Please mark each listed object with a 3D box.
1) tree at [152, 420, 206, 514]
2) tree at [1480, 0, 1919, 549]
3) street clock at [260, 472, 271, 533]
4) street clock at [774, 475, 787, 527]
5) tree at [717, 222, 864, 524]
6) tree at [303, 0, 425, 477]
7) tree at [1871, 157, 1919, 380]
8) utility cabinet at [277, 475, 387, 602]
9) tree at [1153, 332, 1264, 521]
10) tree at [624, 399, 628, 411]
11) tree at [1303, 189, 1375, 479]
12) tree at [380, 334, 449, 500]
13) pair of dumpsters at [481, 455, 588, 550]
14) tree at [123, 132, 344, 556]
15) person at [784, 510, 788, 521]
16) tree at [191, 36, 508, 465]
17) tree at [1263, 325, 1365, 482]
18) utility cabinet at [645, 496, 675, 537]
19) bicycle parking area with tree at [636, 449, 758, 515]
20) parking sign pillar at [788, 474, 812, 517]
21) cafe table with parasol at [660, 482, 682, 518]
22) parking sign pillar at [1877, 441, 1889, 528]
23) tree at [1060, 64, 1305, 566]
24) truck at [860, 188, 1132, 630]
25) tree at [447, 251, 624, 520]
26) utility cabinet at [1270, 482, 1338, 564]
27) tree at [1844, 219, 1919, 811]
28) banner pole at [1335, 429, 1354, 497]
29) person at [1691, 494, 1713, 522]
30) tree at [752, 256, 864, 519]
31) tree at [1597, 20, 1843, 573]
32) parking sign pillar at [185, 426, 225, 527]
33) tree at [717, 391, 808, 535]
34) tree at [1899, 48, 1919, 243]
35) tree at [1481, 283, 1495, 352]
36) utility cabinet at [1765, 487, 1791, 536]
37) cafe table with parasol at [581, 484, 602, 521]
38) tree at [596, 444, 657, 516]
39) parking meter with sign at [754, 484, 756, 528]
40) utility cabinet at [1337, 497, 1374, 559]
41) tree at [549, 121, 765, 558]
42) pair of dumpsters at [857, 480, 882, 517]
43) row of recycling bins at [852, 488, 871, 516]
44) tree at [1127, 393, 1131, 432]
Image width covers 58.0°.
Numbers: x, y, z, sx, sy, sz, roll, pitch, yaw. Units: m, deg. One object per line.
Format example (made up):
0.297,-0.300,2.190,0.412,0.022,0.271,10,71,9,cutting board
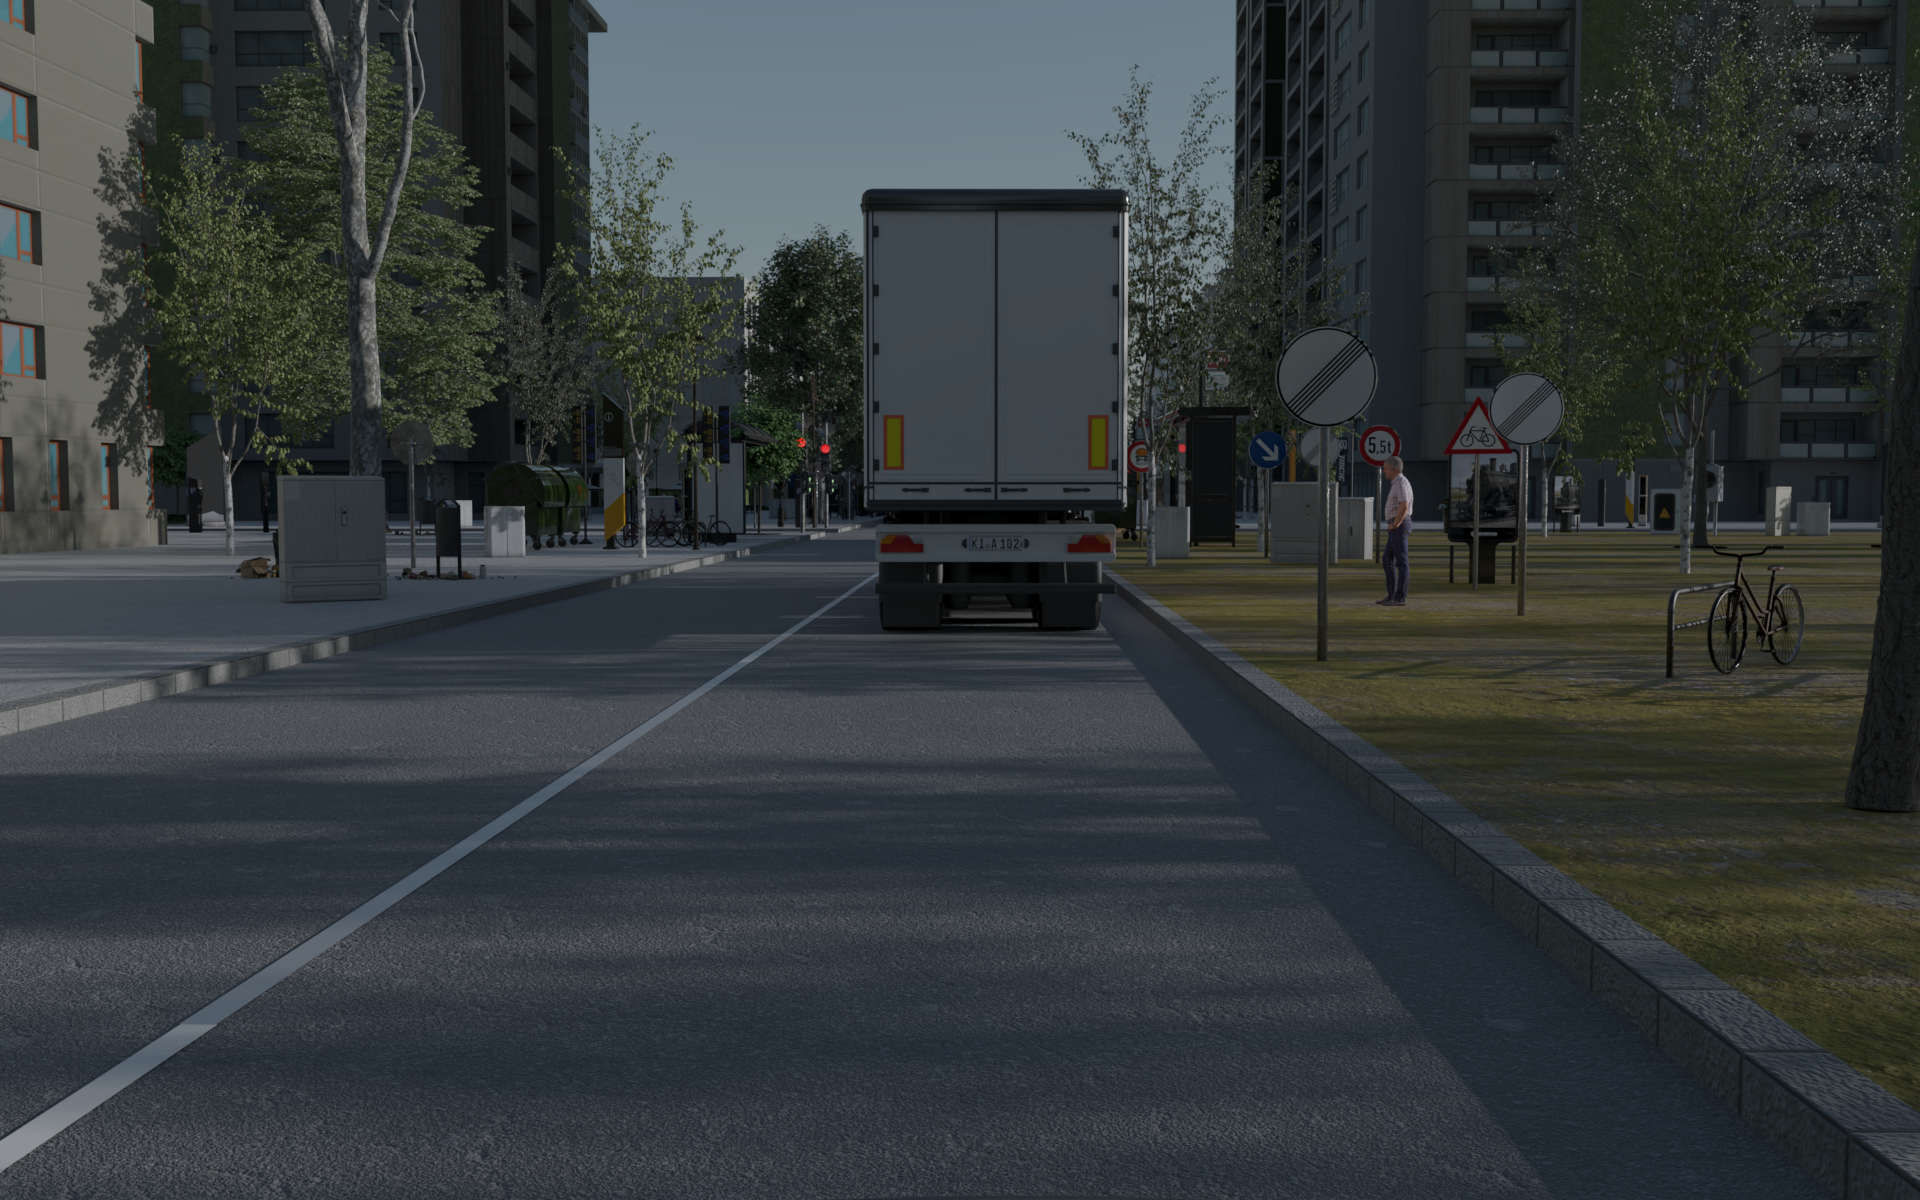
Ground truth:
-34.628,-5.677,76.531,4.285,4.588,4.351,0,3,0,tree
17.434,-7.960,40.518,12.009,13.543,11.850,0,3,0,tree
-23.096,-3.243,57.586,0.358,2.002,0.471,-2,4,-23,street clock
-6.974,-3.842,67.381,0.471,2.002,0.358,2,4,32,street clock
-5.939,-9.577,73.600,9.611,12.733,9.660,0,3,0,tree
-8.507,-10.057,20.314,12.611,20.169,13.585,0,3,0,tree
29.197,-7.445,47.488,9.928,11.665,9.643,0,3,0,tree
-7.493,-0.735,20.699,1.173,1.500,0.318,-2,4,-35,utility cabinet
10.584,-7.715,76.500,4.737,8.622,4.395,0,3,0,tree
-18.554,-8.324,86.452,4.360,8.622,3.978,0,3,0,tree
6.736,-5.366,38.101,4.360,8.622,3.978,0,3,0,tree
-23.902,-7.762,77.266,4.360,8.622,3.978,0,3,0,tree
-10.137,-2.380,41.407,1.574,2.255,4.437,0,4,1,pair of dumpsters
-15.035,-5.213,35.587,4.737,8.622,4.395,0,3,0,tree
-8.489,-4.078,83.191,0.381,0.543,0.357,-3,4,-39,person
-15.633,-7.691,43.881,7.486,12.596,7.792,0,3,0,tree
15.878,-7.609,74.764,4.737,8.622,4.395,0,3,0,tree
-9.126,-2.512,52.227,1.020,1.237,0.306,-1,4,-22,utility cabinet
-16.743,-7.530,110.124,8.231,4.147,9.016,1,4,12,bicycle parking area with tree
-9.019,-6.670,97.528,1.447,3.967,1.447,1,4,13,parking sign pillar
-14.895,-5.435,93.733,2.610,1.966,2.610,1,4,11,cafe table with parasol
35.352,-4.689,65.137,1.447,3.967,1.447,-1,4,-20,parking sign pillar
3.643,-4.908,30.604,4.360,8.622,3.978,0,3,0,tree
0.289,-1.995,21.534,2.839,4.237,11.283,0,4,0,truck
-13.038,-6.310,53.529,4.360,8.622,3.978,0,3,0,tree
6.295,-1.407,31.686,1.173,1.500,0.318,1,4,21,utility cabinet
4.086,-4.416,6.614,7.601,10.594,8.767,1,4,21,tree
14.874,-4.695,66.783,0.863,3.779,0.401,2,4,24,banner pole
25.372,-3.058,59.213,0.841,1.734,0.376,3,5,44,person
-5.833,-11.066,87.590,9.857,13.997,8.962,0,3,0,tree
11.902,-4.751,28.048,4.737,8.622,4.395,0,3,0,tree
-30.014,-4.911,68.766,1.447,3.967,1.447,-2,4,-32,parking sign pillar
-6.462,-4.356,54.935,4.285,4.588,4.351,0,3,0,tree
18.477,-4.885,30.226,4.737,8.622,4.395,0,3,0,tree
17.576,-6.165,51.155,4.737,8.622,4.395,0,3,0,tree
24.958,-2.702,52.852,1.173,1.500,0.318,-3,5,-44,utility cabinet
-18.147,-4.678,81.352,2.610,1.966,2.610,-1,4,-12,cafe table with parasol
-19.579,-7.194,101.336,4.285,4.588,4.351,0,3,0,tree
-8.479,-4.229,65.413,1.738,3.016,0.543,2,4,24,parking meter with sign
7.729,-1.429,34.522,0.306,1.237,1.020,-3,4,-39,utility cabinet
-6.280,-5.147,34.522,4.737,8.622,4.395,0,3,0,tree
-5.122,-5.929,99.432,1.574,2.255,4.437,0,4,1,pair of dumpsters
-5.911,-5.965,104.640,1.069,1.692,3.534,0,4,2,row of recycling bins
9.684,-10.165,116.555,4.737,8.622,4.395,0,3,0,tree
